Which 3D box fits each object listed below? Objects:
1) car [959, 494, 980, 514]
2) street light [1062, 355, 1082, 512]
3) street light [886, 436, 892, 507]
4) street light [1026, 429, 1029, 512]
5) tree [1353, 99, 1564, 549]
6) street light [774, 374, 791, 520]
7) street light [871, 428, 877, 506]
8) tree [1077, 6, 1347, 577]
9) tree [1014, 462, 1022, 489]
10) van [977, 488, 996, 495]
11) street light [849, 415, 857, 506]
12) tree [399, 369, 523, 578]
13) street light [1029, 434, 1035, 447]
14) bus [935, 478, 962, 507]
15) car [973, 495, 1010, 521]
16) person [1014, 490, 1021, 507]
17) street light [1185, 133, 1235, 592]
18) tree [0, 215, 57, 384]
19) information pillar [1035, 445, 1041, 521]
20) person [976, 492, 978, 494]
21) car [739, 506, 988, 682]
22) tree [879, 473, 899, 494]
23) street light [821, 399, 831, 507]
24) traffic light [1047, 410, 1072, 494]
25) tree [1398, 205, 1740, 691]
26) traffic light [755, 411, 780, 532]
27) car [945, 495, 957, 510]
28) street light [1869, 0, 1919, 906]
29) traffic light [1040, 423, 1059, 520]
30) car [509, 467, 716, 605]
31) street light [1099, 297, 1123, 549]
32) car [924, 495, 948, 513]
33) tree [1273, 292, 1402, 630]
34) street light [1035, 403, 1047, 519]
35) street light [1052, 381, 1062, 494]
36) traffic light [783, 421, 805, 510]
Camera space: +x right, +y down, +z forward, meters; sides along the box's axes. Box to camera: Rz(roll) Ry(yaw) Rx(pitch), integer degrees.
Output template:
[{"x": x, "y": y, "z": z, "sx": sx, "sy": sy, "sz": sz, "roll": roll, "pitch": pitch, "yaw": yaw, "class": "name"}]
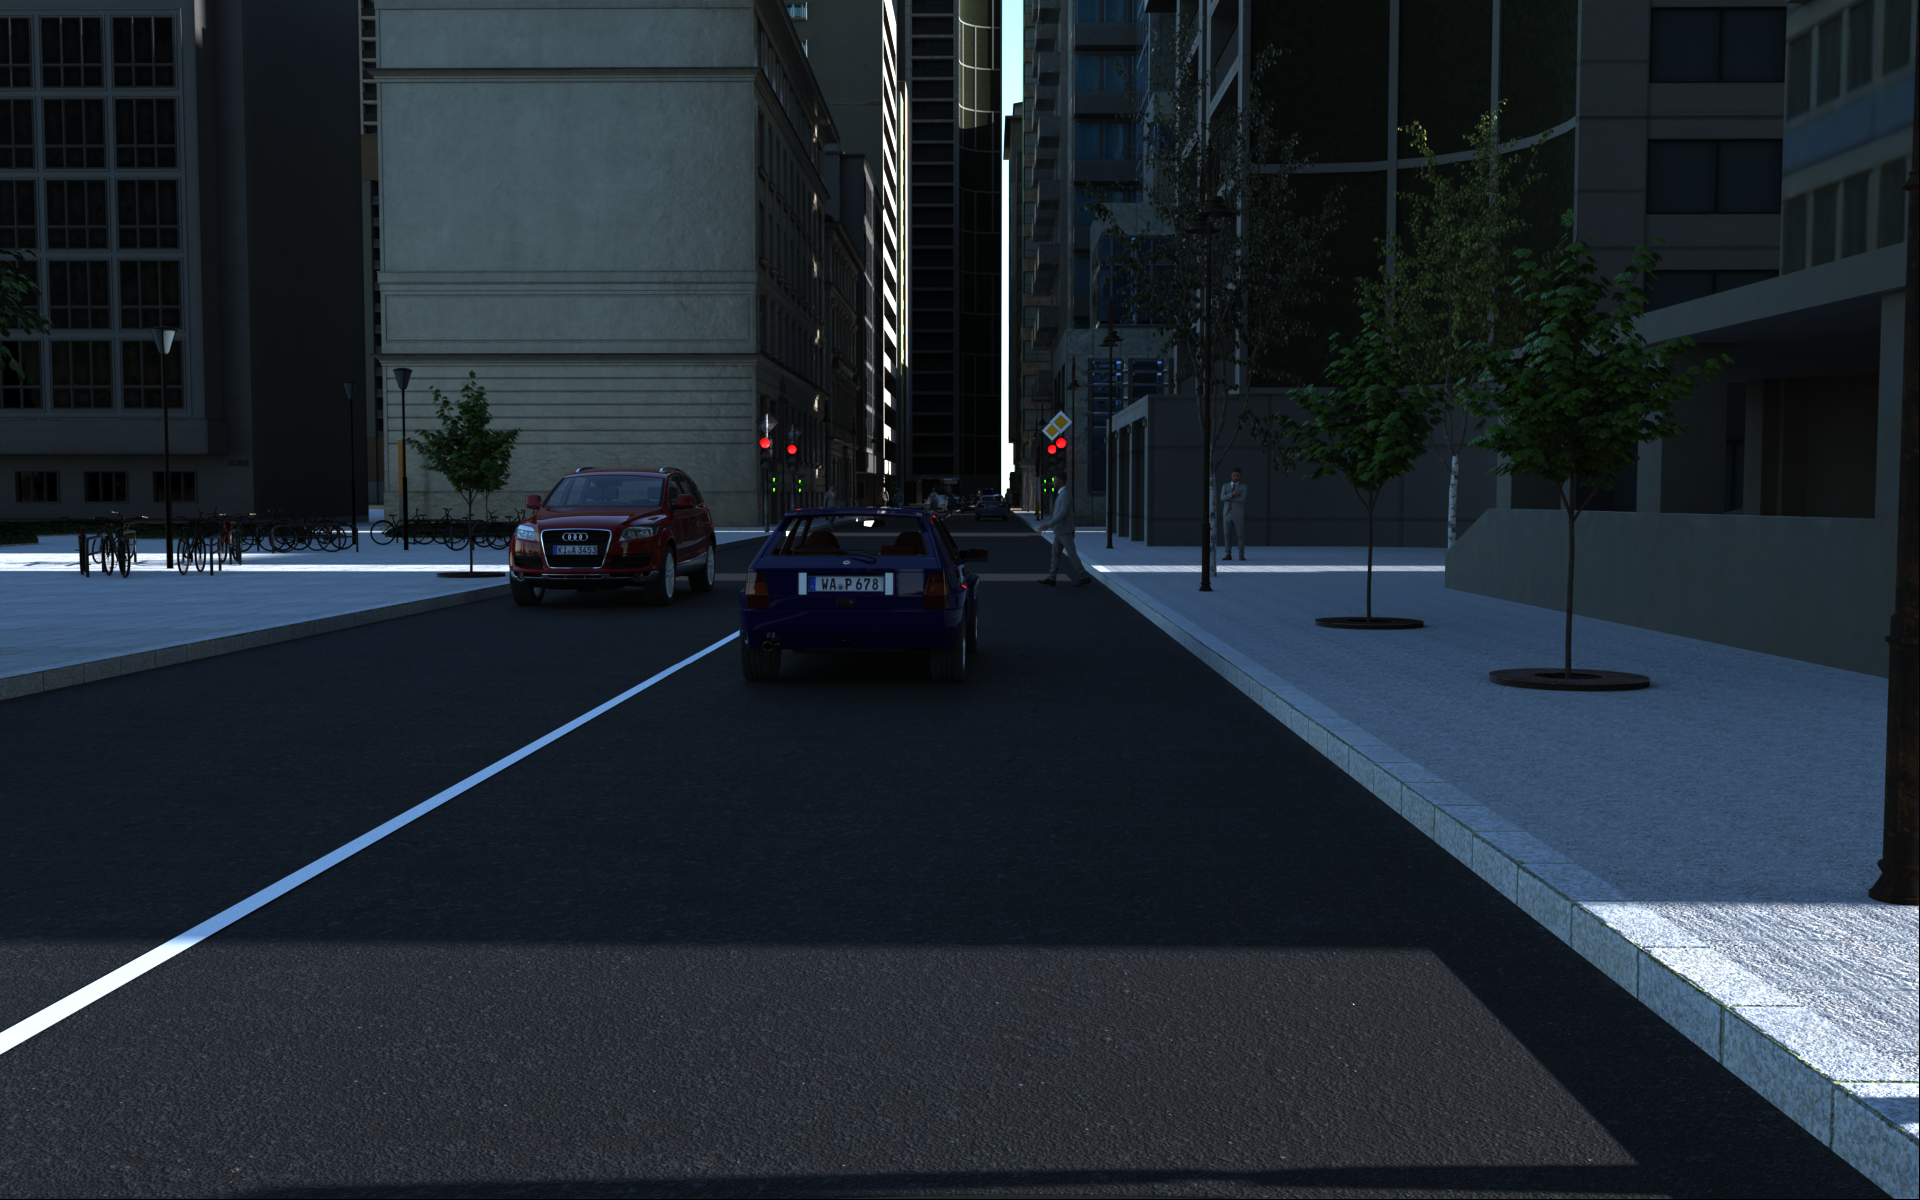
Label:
[{"x": 0.907, "y": -7.213, "z": 127.720, "sx": 2.009, "sy": 1.686, "sz": 4.222, "roll": 0, "pitch": 4, "yaw": 1, "class": "car"}, {"x": 3.777, "y": -5.200, "z": 57.803, "sx": 0.468, "sy": 5.910, "sz": 1.993, "roll": 0, "pitch": 4, "yaw": 1, "class": "street light"}, {"x": -5.613, "y": -10.014, "z": 136.521, "sx": 0.468, "sy": 5.910, "sz": 1.993, "roll": 0, "pitch": 4, "yaw": 1, "class": "street light"}, {"x": 4.887, "y": -9.237, "z": 123.805, "sx": 0.468, "sy": 5.910, "sz": 1.993, "roll": 0, "pitch": 4, "yaw": 1, "class": "street light"}, {"x": 9.491, "y": -5.069, "z": 33.240, "sx": 4.737, "sy": 8.622, "sz": 4.395, "roll": 0, "pitch": 3, "yaw": 0, "class": "tree"}, {"x": -6.833, "y": -5.754, "z": 66.863, "sx": 0.468, "sy": 5.910, "sz": 1.993, "roll": 0, "pitch": 4, "yaw": 1, "class": "street light"}, {"x": -5.902, "y": -8.939, "z": 118.938, "sx": 0.468, "sy": 5.910, "sz": 1.993, "roll": 0, "pitch": 4, "yaw": 1, "class": "street light"}, {"x": 3.877, "y": -4.654, "z": 26.456, "sx": 4.360, "sy": 8.622, "sz": 3.978, "roll": 0, "pitch": 3, "yaw": 0, "class": "tree"}, {"x": 6.009, "y": -9.878, "z": 145.212, "sx": 4.285, "sy": 4.588, "sz": 4.351, "roll": 0, "pitch": 3, "yaw": 0, "class": "tree"}, {"x": 2.777, "y": -11.393, "z": 190.656, "sx": 2.240, "sy": 2.365, "sz": 5.245, "roll": 0, "pitch": 4, "yaw": 3, "class": "van"}, {"x": -6.243, "y": -7.891, "z": 101.808, "sx": 0.468, "sy": 5.910, "sz": 1.993, "roll": 0, "pitch": 4, "yaw": 1, "class": "street light"}, {"x": -7.493, "y": -1.970, "z": 26.812, "sx": 1.663, "sy": 3.219, "sz": 1.824, "roll": 0, "pitch": 3, "yaw": 0, "class": "tree"}, {"x": 4.683, "y": -8.164, "z": 106.267, "sx": 0.468, "sy": 5.910, "sz": 1.993, "roll": 0, "pitch": 4, "yaw": 1, "class": "street light"}, {"x": -1.200, "y": -12.228, "z": 194.791, "sx": 2.948, "sy": 3.499, "sz": 13.247, "roll": 0, "pitch": 4, "yaw": 0, "class": "bus"}, {"x": 1.688, "y": -4.980, "z": 93.423, "sx": 2.014, "sy": 1.417, "sz": 4.499, "roll": 0, "pitch": 3, "yaw": 0, "class": "car"}, {"x": 5.582, "y": -9.904, "z": 168.778, "sx": 0.742, "sy": 1.727, "sz": 0.445, "roll": -3, "pitch": 5, "yaw": -44, "class": "person"}, {"x": 3.246, "y": -3.053, "z": 22.702, "sx": 0.468, "sy": 5.910, "sz": 1.993, "roll": 0, "pitch": 4, "yaw": 1, "class": "street light"}, {"x": -8.613, "y": -1.784, "z": 12.883, "sx": 4.285, "sy": 4.588, "sz": 4.351, "roll": 0, "pitch": 3, "yaw": 0, "class": "tree"}, {"x": 3.744, "y": -5.636, "z": 83.495, "sx": 0.183, "sy": 3.616, "sz": 0.504, "roll": -1, "pitch": 4, "yaw": -11, "class": "information pillar"}, {"x": 1.921, "y": -10.761, "z": 185.222, "sx": 0.721, "sy": 1.735, "sz": 1.217, "roll": 2, "pitch": 4, "yaw": 27, "class": "person"}, {"x": -0.749, "y": -0.123, "z": 14.599, "sx": 1.945, "sy": 1.354, "sz": 3.894, "roll": 0, "pitch": 4, "yaw": 3, "class": "car"}, {"x": -5.750, "y": -8.973, "z": 141.314, "sx": 1.663, "sy": 3.219, "sz": 1.824, "roll": 0, "pitch": 3, "yaw": 0, "class": "tree"}, {"x": -6.513, "y": -6.837, "z": 84.570, "sx": 0.468, "sy": 5.910, "sz": 1.993, "roll": 0, "pitch": 4, "yaw": 1, "class": "street light"}, {"x": 3.363, "y": -4.236, "z": 58.174, "sx": 0.839, "sy": 4.253, "sz": 0.868, "roll": 0, "pitch": 4, "yaw": 1, "class": "traffic light"}, {"x": 4.111, "y": -1.052, "z": 11.799, "sx": 1.663, "sy": 3.219, "sz": 1.824, "roll": 0, "pitch": 3, "yaw": 0, "class": "tree"}, {"x": -6.498, "y": -4.244, "z": 58.316, "sx": 0.839, "sy": 4.253, "sz": 0.868, "roll": 0, "pitch": 4, "yaw": 1, "class": "traffic light"}, {"x": -1.222, "y": -9.020, "z": 160.050, "sx": 1.945, "sy": 1.354, "sz": 3.894, "roll": 0, "pitch": 4, "yaw": 3, "class": "car"}, {"x": 2.978, "y": -1.989, "z": 5.306, "sx": 0.468, "sy": 5.910, "sz": 1.993, "roll": 0, "pitch": 4, "yaw": 1, "class": "street light"}, {"x": 3.491, "y": -4.724, "z": 66.158, "sx": 0.839, "sy": 4.253, "sz": 0.868, "roll": 0, "pitch": 4, "yaw": 1, "class": "traffic light"}, {"x": -4.695, "y": -0.937, "z": 23.992, "sx": 2.281, "sy": 1.827, "sz": 5.304, "roll": 0, "pitch": 4, "yaw": 1, "class": "car"}, {"x": 3.531, "y": -4.152, "z": 40.672, "sx": 0.468, "sy": 5.910, "sz": 1.993, "roll": 0, "pitch": 4, "yaw": 1, "class": "street light"}, {"x": -1.790, "y": -7.567, "z": 136.077, "sx": 2.083, "sy": 1.381, "sz": 4.827, "roll": 0, "pitch": 4, "yaw": 3, "class": "car"}, {"x": 3.858, "y": -1.360, "z": 16.833, "sx": 1.663, "sy": 3.219, "sz": 1.824, "roll": 0, "pitch": 3, "yaw": 0, "class": "tree"}, {"x": 4.185, "y": -7.048, "z": 88.019, "sx": 0.468, "sy": 5.910, "sz": 1.993, "roll": 0, "pitch": 4, "yaw": 1, "class": "street light"}, {"x": 4.002, "y": -5.990, "z": 70.731, "sx": 0.468, "sy": 5.910, "sz": 1.993, "roll": 0, "pitch": 4, "yaw": 1, "class": "street light"}, {"x": -6.369, "y": -4.733, "z": 66.300, "sx": 0.839, "sy": 4.253, "sz": 0.868, "roll": 0, "pitch": 4, "yaw": 1, "class": "traffic light"}]
